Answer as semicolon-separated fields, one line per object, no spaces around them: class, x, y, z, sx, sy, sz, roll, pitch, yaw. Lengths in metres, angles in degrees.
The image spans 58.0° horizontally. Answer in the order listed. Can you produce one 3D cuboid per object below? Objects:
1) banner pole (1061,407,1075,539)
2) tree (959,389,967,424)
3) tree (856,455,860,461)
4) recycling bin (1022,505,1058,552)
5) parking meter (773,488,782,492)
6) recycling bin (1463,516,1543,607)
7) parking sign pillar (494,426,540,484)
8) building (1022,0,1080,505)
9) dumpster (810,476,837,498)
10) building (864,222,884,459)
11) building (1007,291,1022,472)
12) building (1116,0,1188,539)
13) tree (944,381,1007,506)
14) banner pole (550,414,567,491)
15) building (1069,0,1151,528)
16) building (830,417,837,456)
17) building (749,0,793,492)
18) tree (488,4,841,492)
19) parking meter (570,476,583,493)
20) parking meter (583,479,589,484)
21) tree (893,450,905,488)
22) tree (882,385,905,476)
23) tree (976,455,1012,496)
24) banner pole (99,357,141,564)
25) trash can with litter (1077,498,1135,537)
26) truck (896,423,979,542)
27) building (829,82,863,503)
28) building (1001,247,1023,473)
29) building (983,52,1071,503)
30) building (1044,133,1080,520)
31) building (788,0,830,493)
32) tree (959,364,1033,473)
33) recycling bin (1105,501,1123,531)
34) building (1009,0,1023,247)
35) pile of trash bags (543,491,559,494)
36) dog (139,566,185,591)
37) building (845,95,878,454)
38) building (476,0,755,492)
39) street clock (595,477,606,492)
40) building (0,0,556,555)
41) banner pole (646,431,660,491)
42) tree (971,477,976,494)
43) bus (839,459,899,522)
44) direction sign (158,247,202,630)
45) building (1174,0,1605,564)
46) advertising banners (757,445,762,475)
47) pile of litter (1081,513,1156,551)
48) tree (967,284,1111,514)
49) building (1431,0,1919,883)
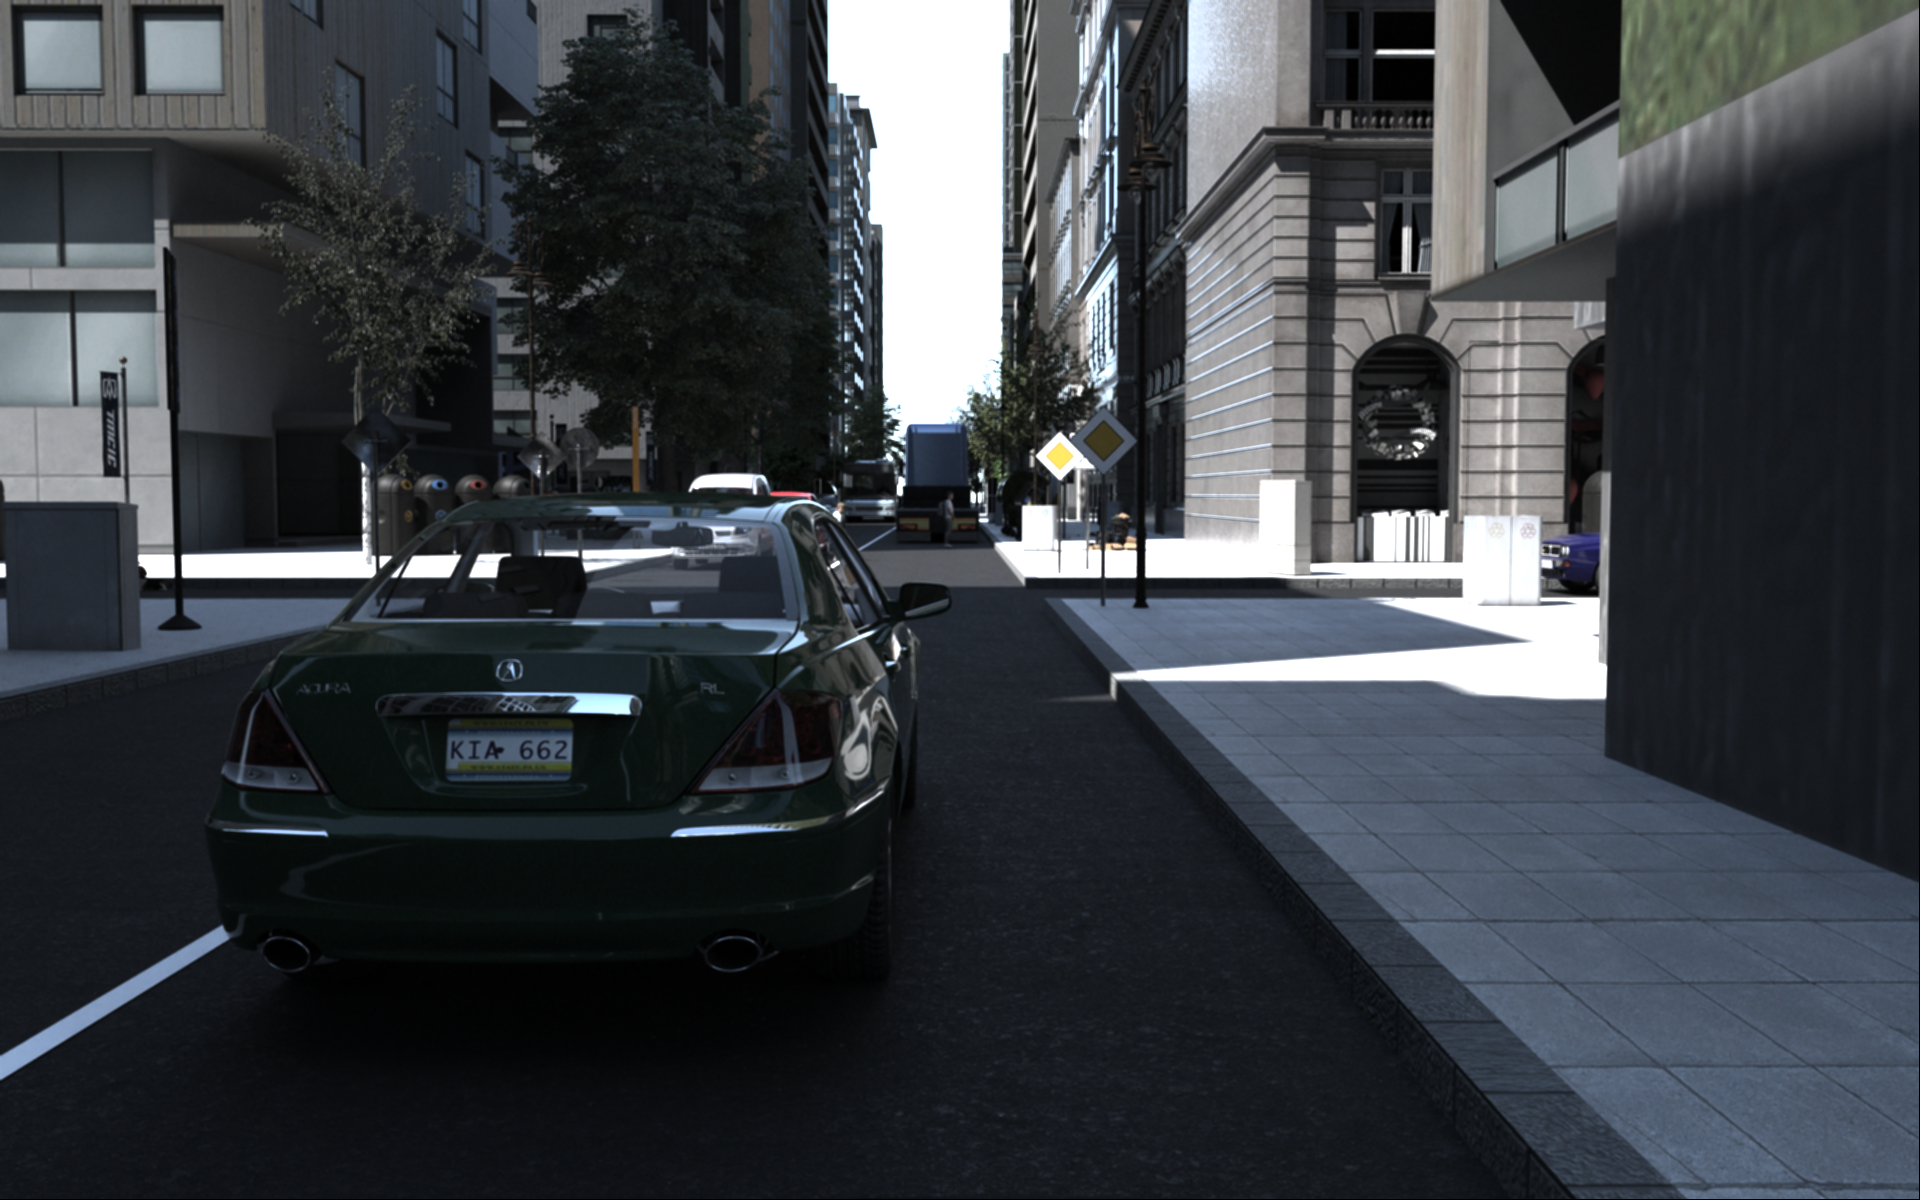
banner pole;3.119;-3.671;50.043;0.401;3.779;0.863;2;4;30
tree;2.391;-7.870;79.035;4.737;8.622;4.395;0;3;0
tree;-8.031;-8.159;117.107;4.285;4.588;4.351;0;3;0
recycling bin;1.788;-1.600;38.716;0.722;1.027;0.722;1;4;10
parking meter;-7.772;-3.999;73.797;0.372;1.533;0.369;0;3;0
recycling bin;6.272;-0.458;20.042;0.722;1.027;0.722;0;4;1
parking sign pillar;-17.367;-4.911;68.764;1.447;3.967;1.447;1;4;9
building;15.247;-30.059;115.171;21.300;48.544;21.600;0;4;0
dumpster;-7.504;-5.616;94.318;1.502;2.255;1.985;0;4;0
building;-18.462;-34.918;254.504;14.154;41.232;14.086;0;4;0
building;18.679;-19.373;161.788;27.650;21.520;28.899;0;4;0
building;11.078;-11.626;54.716;10.561;19.102;19.286;0;4;0
tree;1.721;-16.940;187.344;12.009;13.543;11.850;0;3;0
banner pole;-12.636;-3.940;54.433;0.863;3.779;0.401;2;4;32
building;11.984;-17.626;74.092;13.634;28.700;20.117;0;4;0
building;-21.885;-51.420;153.384;22.319;86.520;31.000;0;4;0
building;-18.278;-28.134;110.106;14.600;45.320;14.200;0;4;0
tree;-7.754;-8.519;45.935;9.857;13.997;8.962;0;3;0
parking meter;-12.742;-3.158;57.345;0.255;1.863;0.399;0;4;-1
parking meter;-14.514;-3.733;66.749;0.399;1.863;0.255;-1;4;-16
tree;-8.251;-18.791;257.598;4.737;8.622;4.395;0;3;0
tree;-8.776;-15.916;178.355;7.486;12.596;7.792;0;3;0
tree;1.950;-5.488;84.333;1.663;3.219;1.824;0;3;0
banner pole;-15.298;-2.535;31.457;0.401;3.779;0.863;1;4;11
trash can with litter;4.389;-2.559;52.890;1.678;1.210;2.233;0;4;-5
truck;-0.800;-4.290;59.895;2.967;4.110;18.799;0;4;-1
building;-23.034;-35.754;204.183;23.786;49.044;30.456;0;4;0
building;11.832;-26.397;203.285;14.160;30.474;14.107;0;4;0
building;14.764;-57.046;245.376;22.319;86.520;31.000;0;4;0
building;9.913;-14.943;93.474;9.793;20.994;18.267;0;4;0
building;-21.082;-30.856;128.204;21.300;48.544;21.600;0;4;0
tree;2.065;-9.062;98.524;4.360;8.622;3.978;0;3;0
recycling bin;5.311;-2.952;60.815;0.722;1.027;0.722;1;4;13
building;14.525;-47.819;220.085;20.563;71.187;20.611;0;4;0
pile of trash bags;-10.765;-2.452;49.844;3.447;1.369;1.912;2;4;32
dog;-11.958;-0.336;25.691;0.748;0.427;0.550;0;4;-4
building;-25.789;-39.380;233.103;28.713;52.752;27.495;0;4;0
building;-17.912;-19.124;84.381;14.160;30.474;14.107;0;4;0
street clock;-14.965;-4.137;72.202;0.471;2.002;0.358;3;4;36
building;-27.529;-27.991;46.891;28.713;52.752;27.495;0;4;0
banner pole;-10.774;-4.340;60.980;0.401;3.779;0.863;2;4;32
tree;1.307;-9.194;144.928;1.663;3.219;1.824;0;3;0
bus;-4.607;-5.854;90.573;2.948;3.499;13.247;0;4;-2
direction sign;-7.425;-1.491;16.377;0.379;3.537;0.876;-1;4;-19
building;17.179;-11.931;36.865;24.055;21.916;13.314;0;4;0
advertising banners;-7.313;-3.987;61.382;0.090;3.025;2.074;1;4;10
pile of litter;3.668;-1.557;39.428;1.719;0.858;1.176;1;4;23
tree;3.172;-6.807;61.654;4.737;8.622;4.395;0;3;0
building;10.159;-19.898;8.934;14.154;41.232;14.086;0;4;0
